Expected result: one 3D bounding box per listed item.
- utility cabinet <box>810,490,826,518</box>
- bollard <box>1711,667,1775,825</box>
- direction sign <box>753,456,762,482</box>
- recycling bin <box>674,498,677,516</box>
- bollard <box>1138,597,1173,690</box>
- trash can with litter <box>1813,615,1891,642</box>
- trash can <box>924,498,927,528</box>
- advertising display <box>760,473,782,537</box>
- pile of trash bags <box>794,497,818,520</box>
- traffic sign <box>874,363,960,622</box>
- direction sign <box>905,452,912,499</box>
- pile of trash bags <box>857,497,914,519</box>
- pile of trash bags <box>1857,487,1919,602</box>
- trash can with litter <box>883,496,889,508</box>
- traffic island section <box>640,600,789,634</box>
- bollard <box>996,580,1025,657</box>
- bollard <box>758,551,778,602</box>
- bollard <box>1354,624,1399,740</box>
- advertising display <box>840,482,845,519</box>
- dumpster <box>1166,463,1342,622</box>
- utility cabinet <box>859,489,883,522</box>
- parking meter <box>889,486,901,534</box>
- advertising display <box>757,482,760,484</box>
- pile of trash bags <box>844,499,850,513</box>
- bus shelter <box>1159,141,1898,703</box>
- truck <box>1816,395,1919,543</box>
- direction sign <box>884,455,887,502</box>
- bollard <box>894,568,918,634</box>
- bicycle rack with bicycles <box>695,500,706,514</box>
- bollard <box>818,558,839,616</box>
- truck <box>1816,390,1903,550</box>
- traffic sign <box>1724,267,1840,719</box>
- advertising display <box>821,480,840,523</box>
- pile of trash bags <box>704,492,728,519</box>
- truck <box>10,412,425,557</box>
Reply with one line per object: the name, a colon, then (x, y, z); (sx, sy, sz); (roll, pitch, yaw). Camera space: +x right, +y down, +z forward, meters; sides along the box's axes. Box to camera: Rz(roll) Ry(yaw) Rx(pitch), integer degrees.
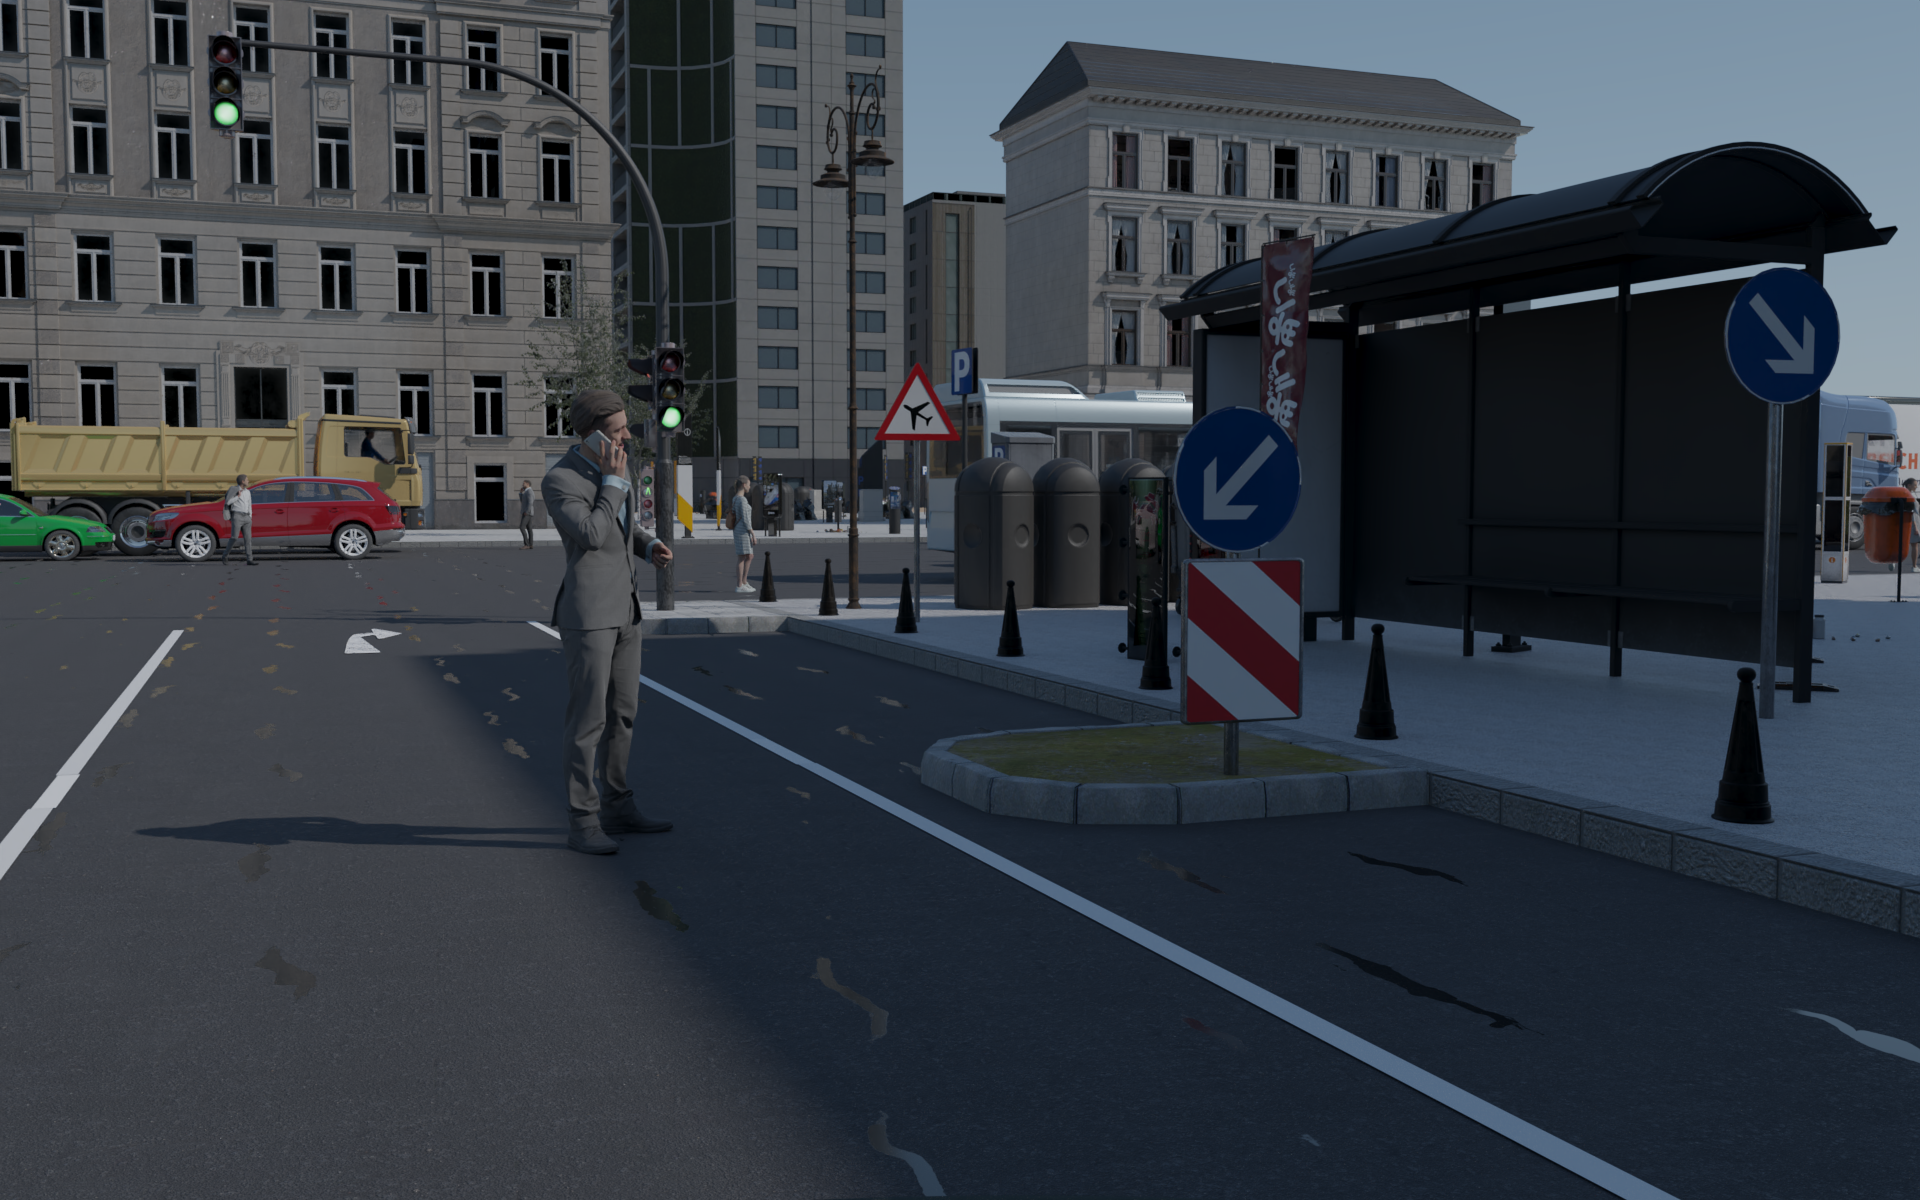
utility cabinet: (-7.442, -5.048, 91.207); (0.318, 1.500, 1.173); (2, 4, 31)
bollard: (3.088, 0.564, 6.816); (0.229, 0.601, 0.229); (0, 3, 0)
direction sign: (-12.137, -6.835, 103.752); (0.379, 3.537, 0.876); (2, 4, 30)
recycling bin: (-16.134, -5.386, 100.609); (0.722, 1.027, 0.722); (1, 4, 22)
bollard: (1.293, 0.283, 11.417); (0.229, 0.601, 0.229); (0, 3, 0)
trash can with litter: (7.385, -0.307, 16.080); (1.678, 1.210, 2.233); (0, 4, 0)
trash can: (-0.931, -3.091, 62.187); (0.748, 1.137, 0.748); (0, 3, 0)
advertising display: (-5.658, -2.876, 52.235); (0.123, 1.923, 0.974); (-3, 4, -36)
pile of trash bags: (-8.585, -4.631, 85.470); (1.912, 1.369, 3.447); (-3, 5, -42)
traffic sign: (-0.432, -1.055, 17.260); (0.884, 2.594, 0.081); (-1, 4, -17)
direction sign: (-2.781, -6.228, 93.819); (0.379, 3.537, 0.876); (-2, 4, -25)
pile of trash bags: (-3.840, -4.924, 90.261); (1.912, 1.369, 3.447); (-3, 4, -38)
pile of trash bags: (12.538, -0.681, 20.888); (3.447, 1.369, 1.912); (0, 4, -5)
trash can with litter: (-5.120, -6.195, 112.667); (1.055, 1.170, 0.624); (1, 4, 23)
traffic island section: (-3.242, 0.192, 19.137); (2.009, 0.180, 2.903); (-1, 4, -21)
bollard: (0.401, 0.142, 13.716); (0.229, 0.601, 0.229); (0, 3, 0)
bollard: (-2.288, -0.279, 20.610); (0.229, 0.601, 0.229); (0, 3, 0)
bollard: (2.195, 0.424, 9.113); (0.229, 0.601, 0.229); (0, 3, 0)
advertising display: (-6.361, -5.182, 89.939); (0.974, 1.923, 0.123); (3, 5, 42)
dumpster: (3.081, -0.739, 17.841); (1.264, 1.857, 1.865); (-1, 4, -21)
utility cabinet: (-4.100, -4.347, 79.759); (1.173, 1.500, 0.318); (-3, 5, -44)
parking meter: (-2.102, -2.897, 55.784); (0.372, 1.533, 0.369); (0, 3, 0)
advertising display: (-10.978, -5.479, 94.789); (0.123, 1.923, 0.974); (0, 4, 1)
pile of trash bags: (-6.949, -6.416, 114.661); (1.912, 1.369, 3.447); (3, 5, 39)
bus shelter: (3.630, -1.141, 12.574); (2.014, 3.302, 5.546); (-1, 4, -21)
truck: (24.524, -3.744, 50.127); (11.283, 4.237, 2.839); (-1, 4, -23)
direction sign: (-4.291, -6.613, 100.119); (0.379, 3.537, 0.876); (0, 4, 6)
bollard: (-0.499, 0.001, 16.017); (0.229, 0.601, 0.229); (0, 3, 0)
bicycle rack with bicycles: (-16.506, -5.848, 109.003); (2.852, 0.926, 2.925); (-1, 4, -18)
bollard: (-1.393, -0.139, 18.314); (0.229, 0.601, 0.229); (0, 3, 0)
truck: (15.765, -3.251, 42.910); (18.799, 4.110, 2.967); (-1, 4, -19)
traffic sign: (4.616, -0.595, 9.836); (0.768, 2.556, 0.104); (-1, 4, -15)
advertising display: (-5.884, -4.454, 78.039); (0.123, 1.923, 0.974); (3, 4, 36)
pile of trash bags: (-12.415, -4.918, 90.162); (1.912, 1.369, 3.447); (-2, 4, -28)
truck: (-17.213, -2.806, 41.810); (9.791, 3.379, 3.469); (-1, 4, -23)
